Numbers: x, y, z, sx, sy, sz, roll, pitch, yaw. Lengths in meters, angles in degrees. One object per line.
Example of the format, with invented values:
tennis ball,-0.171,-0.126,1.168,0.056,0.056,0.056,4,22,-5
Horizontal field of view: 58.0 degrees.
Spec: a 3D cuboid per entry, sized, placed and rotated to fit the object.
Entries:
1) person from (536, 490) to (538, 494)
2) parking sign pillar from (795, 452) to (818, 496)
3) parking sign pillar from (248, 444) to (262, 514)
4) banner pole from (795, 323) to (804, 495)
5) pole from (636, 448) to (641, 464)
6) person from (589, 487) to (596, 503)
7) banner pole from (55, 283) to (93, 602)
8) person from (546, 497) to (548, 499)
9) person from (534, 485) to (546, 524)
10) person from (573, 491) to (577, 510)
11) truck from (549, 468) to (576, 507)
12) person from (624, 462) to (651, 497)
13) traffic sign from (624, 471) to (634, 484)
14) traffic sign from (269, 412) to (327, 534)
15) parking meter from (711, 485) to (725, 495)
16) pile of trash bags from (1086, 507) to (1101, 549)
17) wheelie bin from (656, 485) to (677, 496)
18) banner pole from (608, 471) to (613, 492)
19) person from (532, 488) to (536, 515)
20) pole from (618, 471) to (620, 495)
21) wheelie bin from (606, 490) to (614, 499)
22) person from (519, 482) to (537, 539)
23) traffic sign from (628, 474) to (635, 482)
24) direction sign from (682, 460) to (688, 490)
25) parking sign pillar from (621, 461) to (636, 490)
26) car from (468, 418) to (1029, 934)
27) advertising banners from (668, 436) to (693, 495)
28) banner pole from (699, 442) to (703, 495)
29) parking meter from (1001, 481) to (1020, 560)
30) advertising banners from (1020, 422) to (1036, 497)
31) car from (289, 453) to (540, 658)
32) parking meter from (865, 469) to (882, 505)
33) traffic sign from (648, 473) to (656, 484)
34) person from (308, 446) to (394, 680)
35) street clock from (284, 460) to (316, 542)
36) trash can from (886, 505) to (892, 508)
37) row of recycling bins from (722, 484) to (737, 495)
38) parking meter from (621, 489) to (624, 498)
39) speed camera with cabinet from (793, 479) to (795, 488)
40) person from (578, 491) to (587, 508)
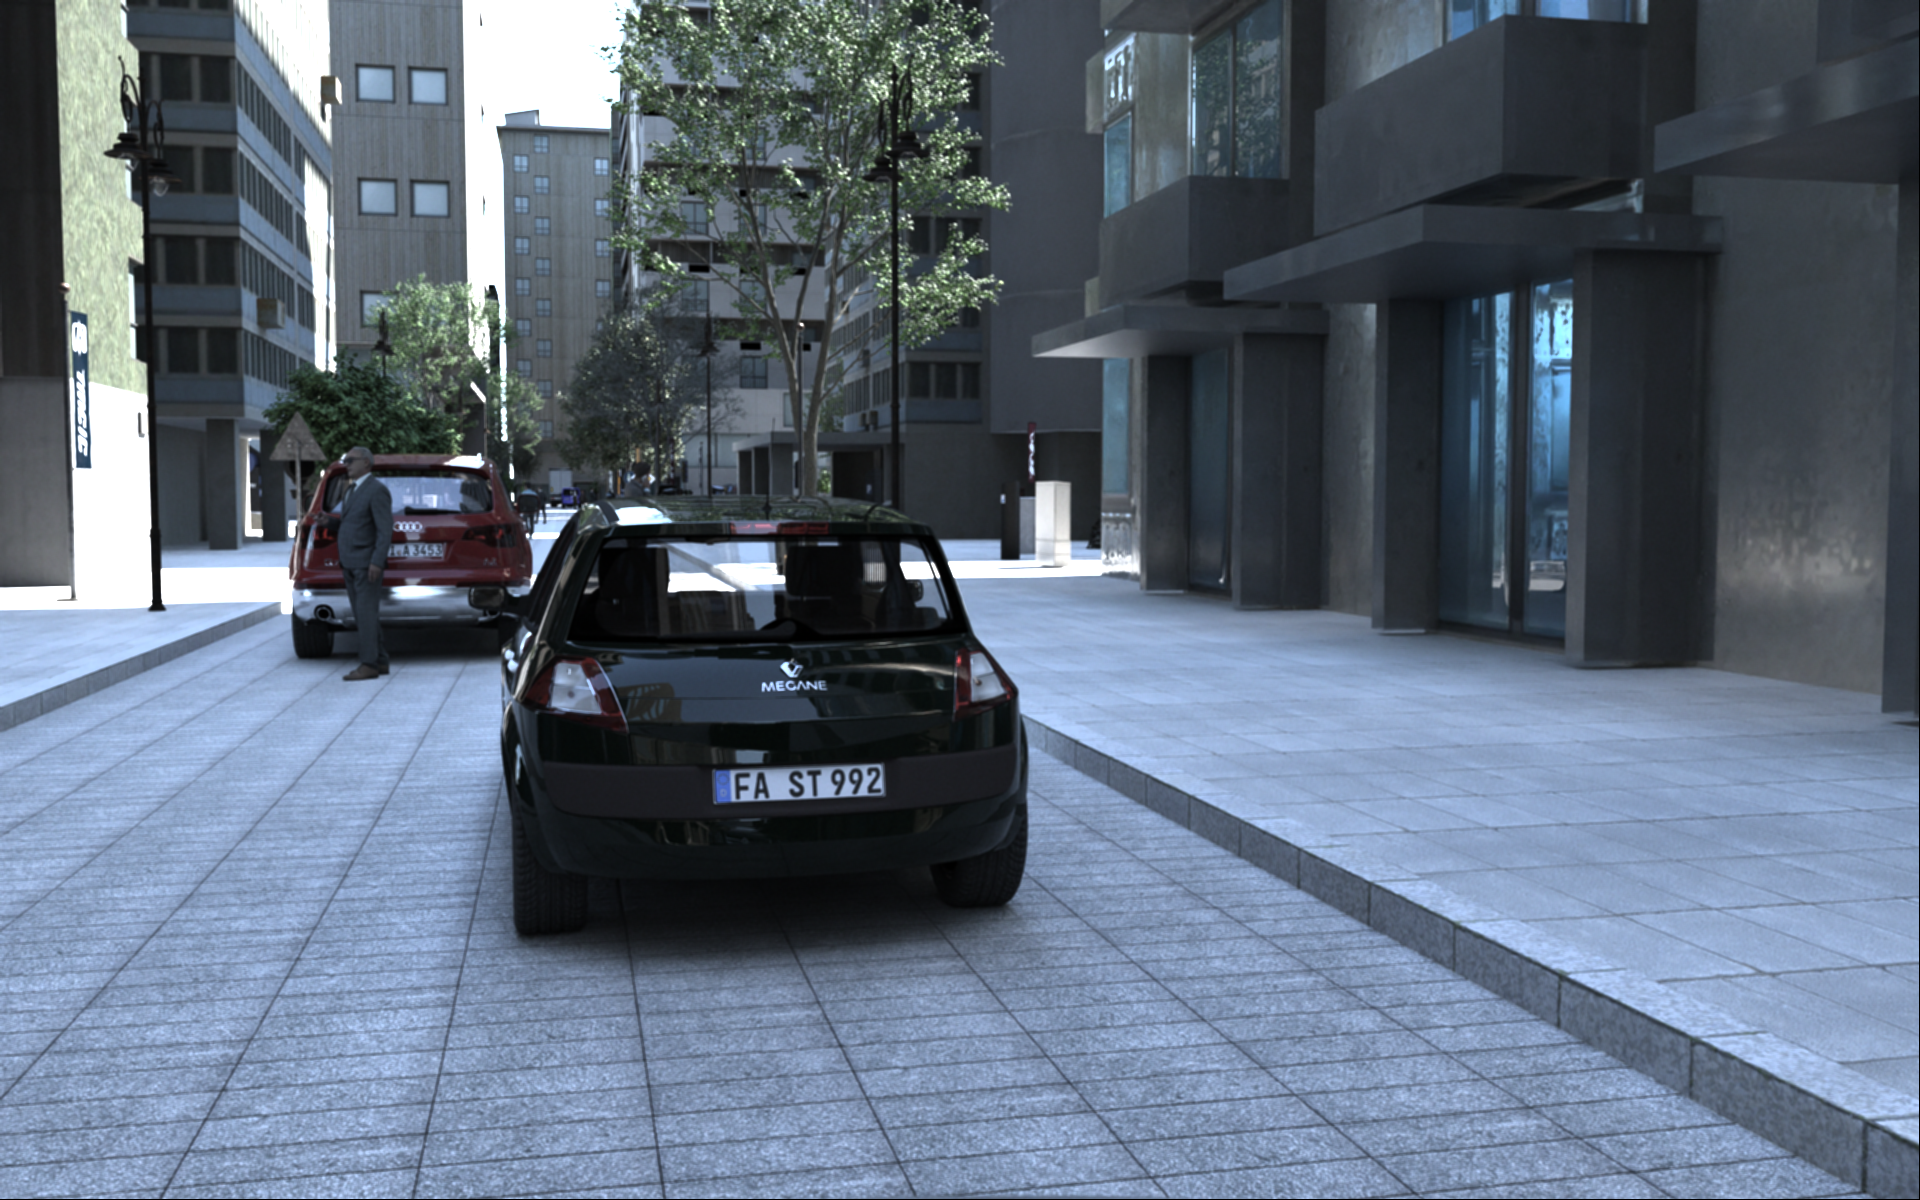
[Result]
person,-39.052,-9.246,159.757,0.705,1.814,1.350,-3,4,-37
parking sign pillar,-8.839,-6.796,99.586,1.447,3.967,1.447,0,4,-1
parking sign pillar,-32.963,-5.611,80.209,1.447,3.967,1.447,1,4,9
banner pole,-2.360,-2.183,25.704,0.401,3.779,0.863,0,4,-4
pole,-14.282,-5.089,77.041,0.158,3.312,0.155,0,3,0
person,-25.903,-6.999,122.299,0.648,1.900,0.474,2,4,27
banner pole,-10.649,-1.888,20.893,0.401,3.779,0.863,0,4,-4
person,-39.832,-9.554,164.705,1.348,1.824,0.705,0,4,4
person,-20.175,-4.580,83.166,0.755,1.850,0.659,2,4,34
person,-34.879,-9.059,157.337,0.721,1.736,1.217,-1,4,-12
truck,-44.207,-12.449,192.459,2.839,4.237,11.283,-1,4,-11
person,-4.160,-0.871,22.555,0.447,1.846,0.655,-2,4,-25
traffic sign,-18.330,-5.891,96.419,0.768,2.556,0.104,0,4,-6
traffic sign,-10.455,-1.674,27.376,0.884,2.594,0.081,0,4,-5
parking meter,-6.792,-2.462,48.670,0.372,1.533,0.369,0,3,0
pile of trash bags,4.419,-1.946,41.565,1.912,1.369,3.447,2,4,27
wheelie bin,-9.813,-3.087,58.380,0.980,1.594,0.693,-2,4,-27
banner pole,-29.320,-9.480,145.018,0.863,3.779,0.401,3,5,41
person,-29.582,-6.816,120.041,0.679,1.850,0.850,2,4,26
pole,-29.046,-9.402,147.564,0.158,3.312,0.155,0,3,0
wheelie bin,-27.784,-7.936,137.656,0.693,1.594,0.980,-1,4,-16
person,-13.690,-2.846,55.047,0.620,1.820,0.660,3,4,39
traffic sign,-14.260,-4.461,76.581,0.795,2.450,0.064,-1,4,-13
direction sign,-18.560,-7.640,116.916,0.379,3.537,0.876,-2,4,-31
parking sign pillar,-22.193,-7.851,116.832,1.447,3.967,1.447,1,4,19
car,-1.004,0.160,7.178,2.009,1.686,4.222,-1,4,-15
advertising banners,-8.558,-3.474,52.987,0.090,3.025,2.074,1,4,11
banner pole,-12.423,-5.692,83.080,0.401,3.779,0.863,-1,4,-18
parking meter,0.986,-1.558,33.892,0.372,1.533,0.369,0,3,0
advertising banners,1.445,-2.778,41.602,0.090,3.025,2.074,2,4,24
car,-5.237,-0.500,16.845,2.281,1.827,5.304,-1,4,-15
parking meter,-2.024,-2.125,40.462,0.255,1.863,0.399,-3,4,-36
traffic sign,-12.479,-3.985,68.796,0.795,2.450,0.064,-1,4,-13
person,-4.724,-0.295,13.507,0.661,1.801,0.590,3,5,43
street clock,-11.356,-1.545,29.828,0.471,2.002,0.358,-3,5,-41
trash can,-1.194,-0.661,22.469,0.748,1.137,0.748,0,3,0
row of recycling bins,-8.654,-3.737,68.216,1.069,1.692,3.534,-2,4,-24
parking meter,-18.128,-5.203,93.483,0.372,1.533,0.369,0,3,0
speed camera with cabinet,-10.530,-6.795,105.427,2.038,3.252,0.660,-2,4,-27
person,-34.926,-9.247,160.235,0.990,1.755,0.434,2,4,25
